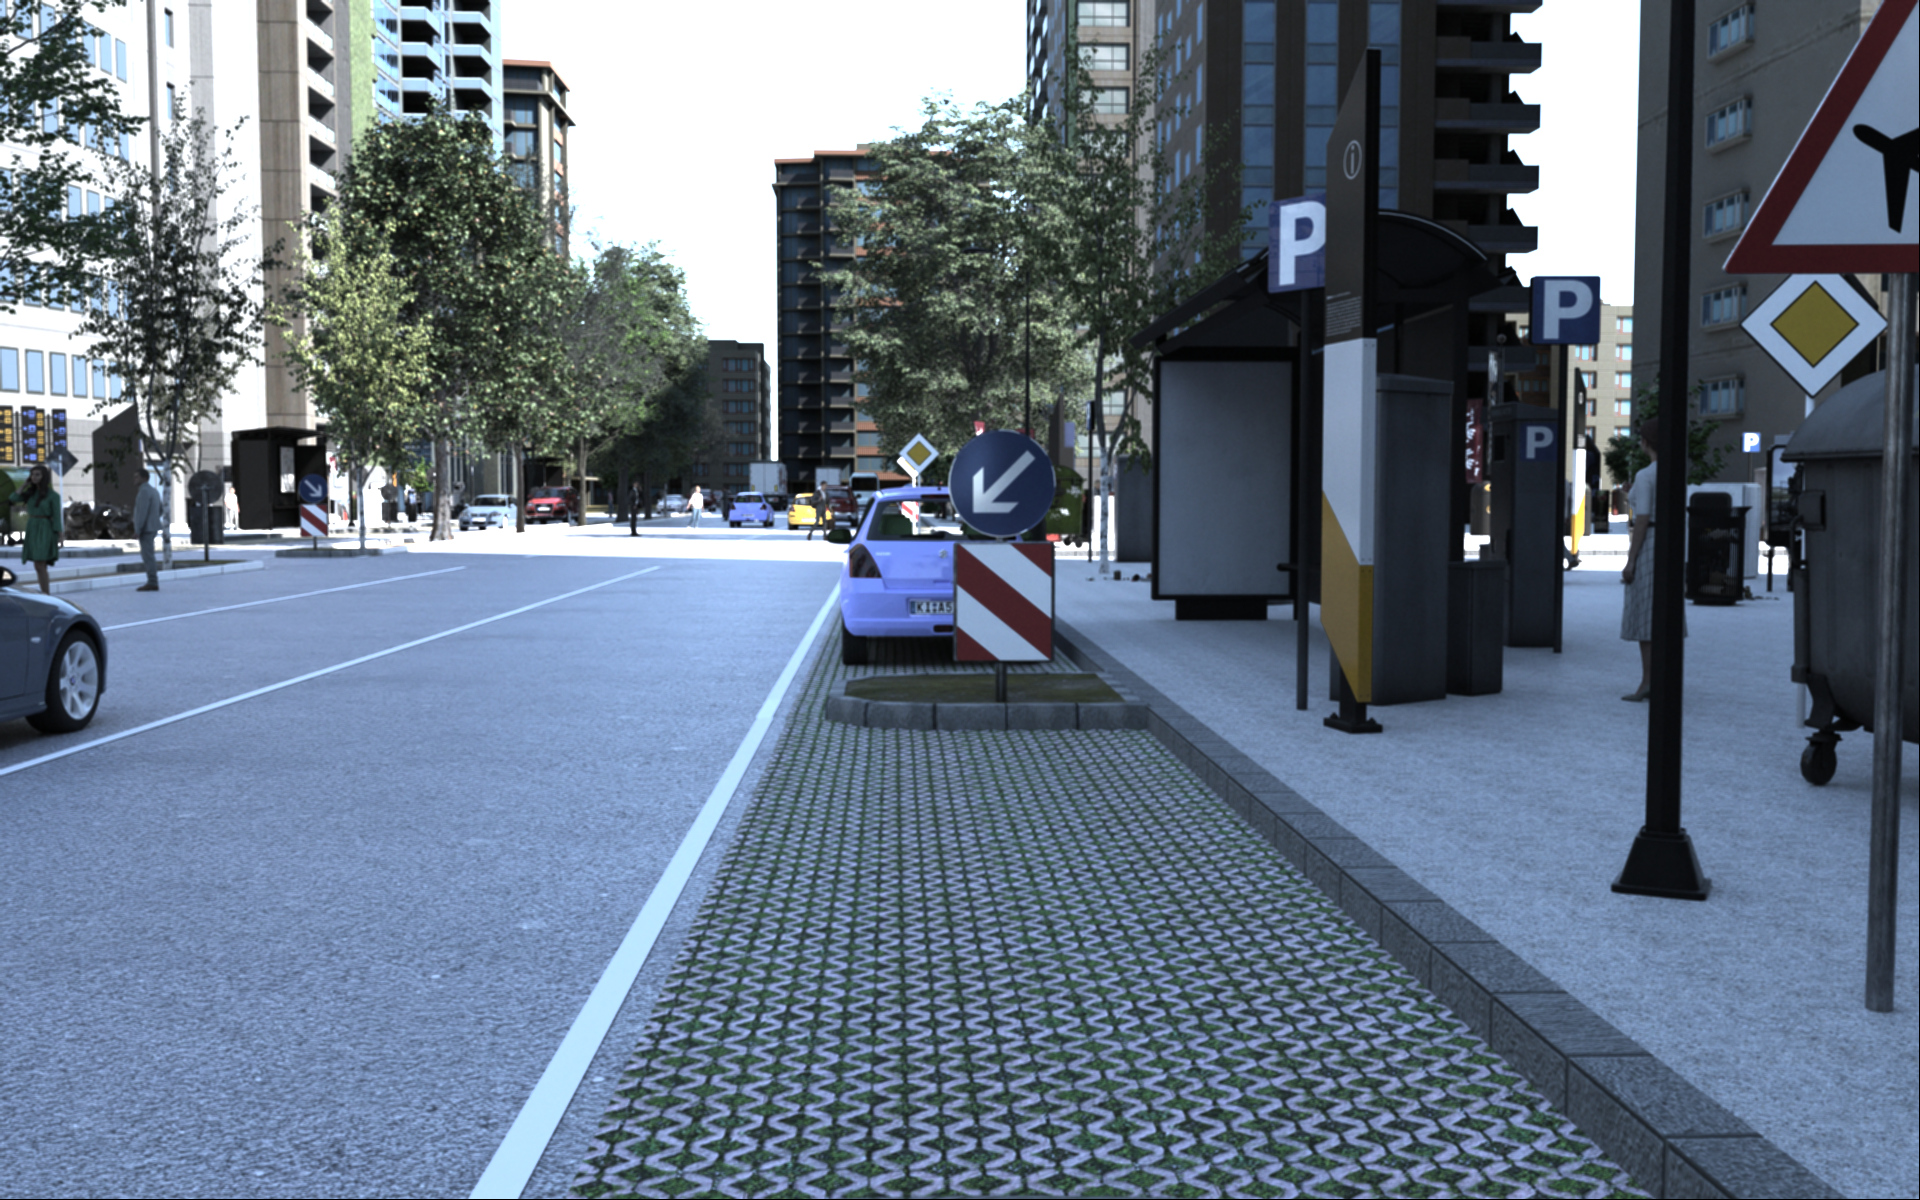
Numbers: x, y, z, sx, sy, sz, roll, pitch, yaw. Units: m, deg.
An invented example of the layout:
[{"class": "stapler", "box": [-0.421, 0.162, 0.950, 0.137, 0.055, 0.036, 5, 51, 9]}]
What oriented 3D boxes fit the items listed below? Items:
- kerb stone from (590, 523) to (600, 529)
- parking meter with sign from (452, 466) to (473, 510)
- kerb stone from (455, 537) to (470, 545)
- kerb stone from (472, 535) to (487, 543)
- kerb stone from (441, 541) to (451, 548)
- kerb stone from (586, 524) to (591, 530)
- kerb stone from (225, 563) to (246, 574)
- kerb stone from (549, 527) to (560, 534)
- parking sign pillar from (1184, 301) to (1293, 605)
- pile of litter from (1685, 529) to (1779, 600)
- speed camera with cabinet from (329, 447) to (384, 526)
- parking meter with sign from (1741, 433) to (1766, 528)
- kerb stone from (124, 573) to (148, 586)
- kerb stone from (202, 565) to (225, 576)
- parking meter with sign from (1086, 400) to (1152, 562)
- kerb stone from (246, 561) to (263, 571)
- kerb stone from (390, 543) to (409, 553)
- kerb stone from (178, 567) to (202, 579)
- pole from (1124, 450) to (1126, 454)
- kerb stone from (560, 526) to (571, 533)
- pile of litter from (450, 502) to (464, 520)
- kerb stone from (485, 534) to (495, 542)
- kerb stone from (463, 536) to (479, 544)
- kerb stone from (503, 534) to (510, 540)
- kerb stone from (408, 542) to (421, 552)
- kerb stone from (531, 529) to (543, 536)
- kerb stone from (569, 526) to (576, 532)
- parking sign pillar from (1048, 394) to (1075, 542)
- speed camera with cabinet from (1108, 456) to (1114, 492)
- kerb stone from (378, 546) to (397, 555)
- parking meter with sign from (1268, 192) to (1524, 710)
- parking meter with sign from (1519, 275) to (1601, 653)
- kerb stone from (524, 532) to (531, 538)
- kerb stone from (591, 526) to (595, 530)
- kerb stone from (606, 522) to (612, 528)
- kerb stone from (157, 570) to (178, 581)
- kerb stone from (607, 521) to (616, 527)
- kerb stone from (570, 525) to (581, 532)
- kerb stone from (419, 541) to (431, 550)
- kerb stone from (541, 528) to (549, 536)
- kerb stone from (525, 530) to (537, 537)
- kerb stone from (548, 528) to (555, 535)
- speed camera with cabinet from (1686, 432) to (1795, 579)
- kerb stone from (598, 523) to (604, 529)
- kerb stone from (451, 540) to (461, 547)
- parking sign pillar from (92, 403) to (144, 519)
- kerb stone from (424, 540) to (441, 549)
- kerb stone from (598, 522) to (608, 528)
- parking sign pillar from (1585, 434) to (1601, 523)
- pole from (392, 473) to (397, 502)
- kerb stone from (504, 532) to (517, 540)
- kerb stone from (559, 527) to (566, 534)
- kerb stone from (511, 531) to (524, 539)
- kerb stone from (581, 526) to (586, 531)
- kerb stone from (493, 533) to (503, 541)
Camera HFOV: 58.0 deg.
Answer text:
[{"class": "kerb stone", "box": [-14.830, -2.929, 70.080, 0.120, 0.150, 1.000, 0, 4, -2]}, {"class": "parking meter with sign", "box": [-31.651, -6.913, 109.291, 1.738, 3.016, 0.543, 0, 4, -7]}, {"class": "kerb stone", "box": [-13.987, -1.610, 48.526, 0.120, 0.150, 1.000, 0, 4, -2]}, {"class": "kerb stone", "box": [-14.056, -1.734, 50.579, 0.120, 0.150, 1.000, 0, 4, -2]}, {"class": "kerb stone", "box": [-13.908, -1.486, 46.483, 0.120, 0.150, 1.000, 0, 4, -2]}, {"class": "kerb stone", "box": [-14.751, -2.802, 68.014, 0.120, 0.150, 1.000, 0, 4, -2]}, {"class": "kerb stone", "box": [-13.322, -0.574, 31.616, 0.120, 0.150, 1.000, 0, 4, -2]}, {"class": "kerb stone", "box": [-14.516, -2.425, 61.850, 0.120, 0.150, 1.000, 0, 4, -2]}, {"class": "parking sign pillar", "box": [3.294, -1.960, 20.526, 1.447, 3.967, 1.447, 2, 4, 26]}, {"class": "pile of litter", "box": [9.284, -0.466, 21.589, 1.176, 0.858, 1.719, -2, 4, -24]}, {"class": "speed camera with cabinet", "box": [-24.613, -4.664, 70.599, 2.038, 3.252, 0.660, -2, 4, -26]}, {"class": "parking meter with sign", "box": [22.591, -3.194, 48.485, 0.543, 3.016, 1.738, -1, 4, -9]}, {"class": "kerb stone", "box": [-13.162, -0.325, 27.512, 0.120, 0.150, 1.000, 0, 4, -2]}, {"class": "kerb stone", "box": [-13.292, -0.510, 30.594, 0.120, 0.150, 1.000, 0, 4, -2]}, {"class": "parking meter with sign", "box": [3.271, -2.221, 32.569, 1.738, 3.016, 0.543, 0, 4, -4]}, {"class": "kerb stone", "box": [-13.368, -0.636, 32.637, 0.120, 0.150, 1.000, 0, 4, -2]}, {"class": "kerb stone", "box": [-13.746, -1.235, 42.395, 0.120, 0.150, 1.000, 0, 4, -2]}, {"class": "kerb stone", "box": [-13.245, -0.449, 29.568, 0.120, 0.150, 1.000, 0, 4, -2]}, {"class": "pole", "box": [7.748, -5.325, 80.912, 0.158, 3.312, 0.155, 0, 3, 0]}, {"class": "kerb stone", "box": [-14.600, -2.549, 63.905, 0.120, 0.150, 1.000, 0, 4, -2]}, {"class": "pile of litter", "box": [-25.133, -4.516, 87.794, 1.176, 0.858, 1.719, 3, 5, 44]}, {"class": "kerb stone", "box": [-14.106, -1.799, 51.613, 0.120, 0.150, 1.000, 0, 4, -2]}, {"class": "kerb stone", "box": [-14.029, -1.672, 49.554, 0.120, 0.150, 1.000, 0, 4, -2]}, {"class": "kerb stone", "box": [-14.187, -1.925, 53.662, 0.120, 0.150, 1.000, 0, 4, -2]}, {"class": "kerb stone", "box": [-13.783, -1.298, 43.416, 0.120, 0.150, 1.000, 0, 4, -2]}, {"class": "kerb stone", "box": [-14.390, -2.238, 58.783, 0.120, 0.150, 1.000, 0, 4, -2]}, {"class": "kerb stone", "box": [-14.627, -2.609, 64.927, 0.120, 0.150, 1.000, 0, 4, -2]}, {"class": "parking sign pillar", "box": [2.746, -3.591, 47.183, 1.447, 3.967, 1.447, -1, 4, -10]}, {"class": "speed camera with cabinet", "box": [7.894, -5.876, 90.411, 0.660, 3.252, 2.038, 1, 4, 18]}, {"class": "kerb stone", "box": [-13.702, -1.168, 41.369, 0.120, 0.150, 1.000, 0, 4, -2]}, {"class": "parking meter with sign", "box": [2.697, -0.884, 10.714, 1.738, 3.016, 0.543, -3, 4, -37]}, {"class": "parking meter with sign", "box": [4.831, -1.130, 14.732, 0.543, 3.016, 1.738, 0, 4, 0]}, {"class": "kerb stone", "box": [-14.311, -2.107, 56.736, 0.120, 0.150, 1.000, 0, 4, -2]}, {"class": "kerb stone", "box": [-14.790, -2.866, 69.047, 0.120, 0.150, 1.000, 0, 4, -2]}, {"class": "kerb stone", "box": [-14.951, -3.117, 73.157, 0.120, 0.150, 1.000, 0, 4, -2]}, {"class": "kerb stone", "box": [-13.202, -0.388, 28.546, 0.120, 0.150, 1.000, 0, 4, -2]}, {"class": "kerb stone", "box": [-14.995, -3.180, 74.184, 0.120, 0.150, 1.000, 0, 4, -2]}, {"class": "kerb stone", "box": [-14.672, -2.677, 65.959, 0.120, 0.150, 1.000, 0, 4, -2]}, {"class": "kerb stone", "box": [-13.828, -1.361, 44.440, 0.120, 0.150, 1.000, 0, 4, -2]}, {"class": "kerb stone", "box": [-14.433, -2.300, 59.804, 0.120, 0.150, 1.000, 0, 4, -2]}, {"class": "kerb stone", "box": [-14.346, -2.175, 57.761, 0.120, 0.150, 1.000, 0, 4, -2]}, {"class": "kerb stone", "box": [-14.466, -2.363, 60.829, 0.120, 0.150, 1.000, 0, 4, -2]}, {"class": "speed camera with cabinet", "box": [11.987, -1.940, 26.055, 0.660, 3.252, 2.038, -3, 5, -42]}, {"class": "kerb stone", "box": [-14.877, -2.989, 71.103, 0.120, 0.150, 1.000, 0, 4, -2]}, {"class": "kerb stone", "box": [-13.950, -1.543, 47.505, 0.120, 0.150, 1.000, 0, 4, -2]}, {"class": "parking sign pillar", "box": [-24.865, -3.836, 51.183, 1.447, 3.967, 1.447, 0, 4, -2]}, {"class": "kerb stone", "box": [-13.871, -1.423, 45.462, 0.120, 0.150, 1.000, 0, 4, -2]}, {"class": "kerb stone", "box": [-14.910, -3.054, 72.125, 0.120, 0.150, 1.000, 0, 4, -2]}, {"class": "parking sign pillar", "box": [28.250, -5.458, 77.712, 1.447, 3.967, 1.447, 0, 4, -4]}, {"class": "pole", "box": [-29.288, -5.859, 89.643, 0.158, 3.312, 0.155, 0, 3, 0]}, {"class": "kerb stone", "box": [-14.230, -1.987, 54.688, 0.120, 0.150, 1.000, 0, 4, -2]}, {"class": "kerb stone", "box": [-14.544, -2.486, 62.872, 0.120, 0.150, 1.000, 0, 4, -2]}, {"class": "kerb stone", "box": [-14.261, -2.050, 55.712, 0.120, 0.150, 1.000, 0, 4, -2]}, {"class": "kerb stone", "box": [-14.715, -2.731, 66.984, 0.120, 0.150, 1.000, 0, 4, -2]}, {"class": "kerb stone", "box": [-14.149, -1.862, 52.640, 0.120, 0.150, 1.000, 0, 4, -2]}]
